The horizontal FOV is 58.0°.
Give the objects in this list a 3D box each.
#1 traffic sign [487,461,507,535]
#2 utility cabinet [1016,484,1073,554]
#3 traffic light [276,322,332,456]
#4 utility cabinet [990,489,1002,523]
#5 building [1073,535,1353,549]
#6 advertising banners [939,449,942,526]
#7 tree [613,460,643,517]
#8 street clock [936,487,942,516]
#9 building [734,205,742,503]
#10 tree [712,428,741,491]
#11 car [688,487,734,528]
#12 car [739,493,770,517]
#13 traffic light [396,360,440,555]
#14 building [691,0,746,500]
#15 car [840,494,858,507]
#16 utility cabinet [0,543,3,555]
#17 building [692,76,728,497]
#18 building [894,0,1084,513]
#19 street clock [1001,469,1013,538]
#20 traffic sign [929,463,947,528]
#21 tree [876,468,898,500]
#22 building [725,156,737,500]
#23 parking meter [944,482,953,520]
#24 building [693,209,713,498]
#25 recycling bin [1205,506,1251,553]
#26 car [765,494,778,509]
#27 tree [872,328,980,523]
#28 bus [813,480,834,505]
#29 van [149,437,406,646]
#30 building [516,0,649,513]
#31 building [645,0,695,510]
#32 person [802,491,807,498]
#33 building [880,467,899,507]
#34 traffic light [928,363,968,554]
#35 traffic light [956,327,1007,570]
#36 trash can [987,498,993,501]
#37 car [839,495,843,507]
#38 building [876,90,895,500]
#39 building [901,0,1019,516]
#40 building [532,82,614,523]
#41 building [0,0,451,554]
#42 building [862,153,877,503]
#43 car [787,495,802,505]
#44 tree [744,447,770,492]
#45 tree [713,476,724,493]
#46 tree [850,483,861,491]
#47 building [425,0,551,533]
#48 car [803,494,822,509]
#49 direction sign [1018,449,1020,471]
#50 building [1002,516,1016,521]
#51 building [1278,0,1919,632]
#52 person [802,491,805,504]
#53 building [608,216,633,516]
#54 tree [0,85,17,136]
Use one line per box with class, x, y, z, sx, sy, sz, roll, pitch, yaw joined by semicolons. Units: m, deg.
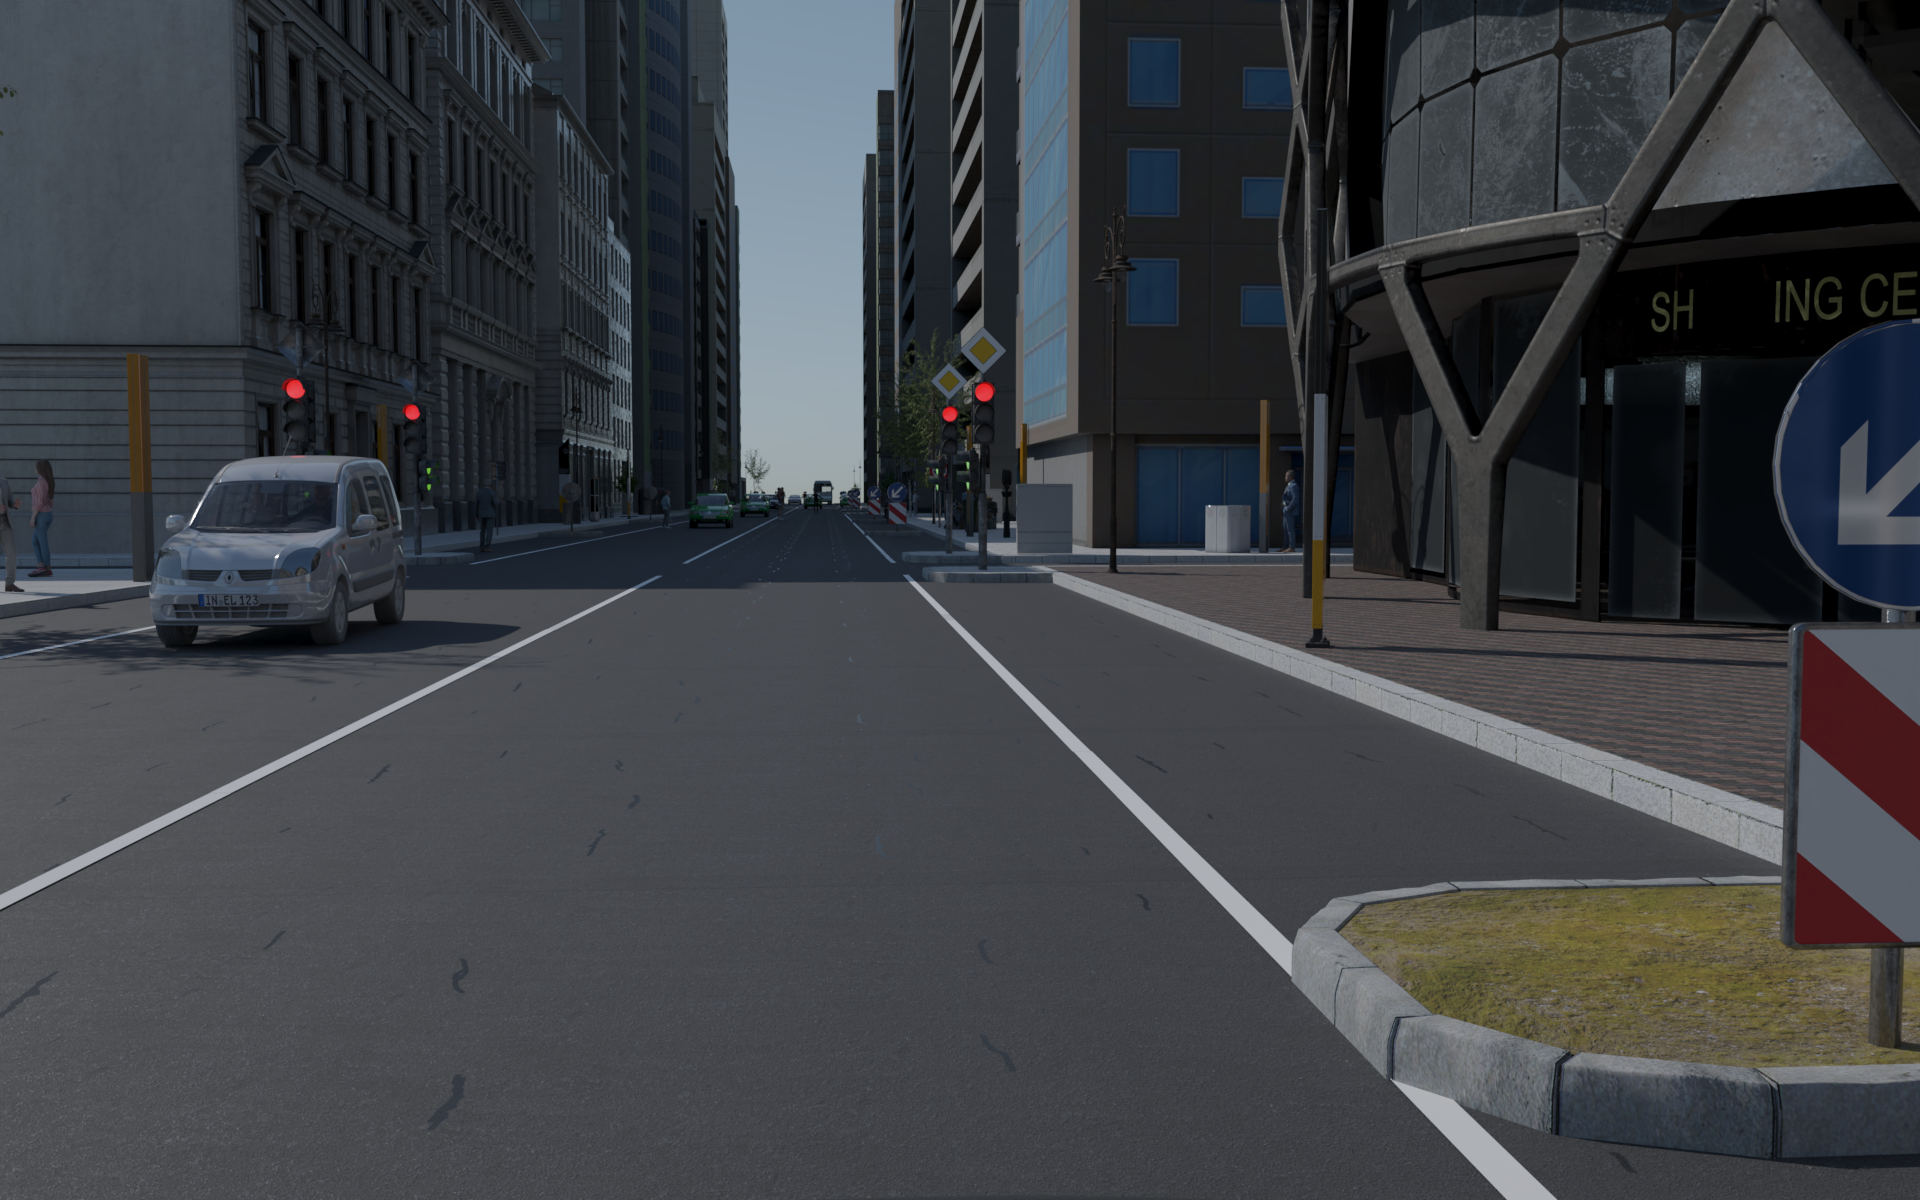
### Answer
traffic sign;-14.395;-3.163;53.847;0.606;2.300;0.079;0;4;-2
utility cabinet;1.794;-1.721;36.811;1.173;1.500;0.318;0;4;-2
traffic light;-10.758;-2.412;28.356;0.839;4.253;0.868;0;4;-4
utility cabinet;1.317;-4.053;74.941;0.318;1.500;1.173;3;5;45
building;9.279;-24.237;46.384;14.200;45.320;14.600;0;4;-4
advertising banners;-0.791;-4.428;68.578;0.090;3.025;2.074;0;4;1
tree;-18.622;-6.269;97.096;1.663;3.219;1.824;0;3;0
street clock;-1.164;-5.904;101.105;0.358;2.002;0.471;3;5;42
building;-37.530;-33.899;237.847;14.154;41.232;14.086;0;4;-4
tree;-26.144;-14.550;188.258;4.360;8.622;3.978;0;3;0
car;-10.627;-3.992;74.060;1.959;1.807;4.718;0;4;-6
car;-12.926;-6.130;109.019;1.959;1.807;4.718;0;4;-5
traffic light;-11.381;-2.899;36.317;0.839;4.253;0.868;0;4;-4
building;-42.134;-49.891;253.968;20.563;71.187;20.611;0;4;-4
car;-11.695;-10.658;183.047;1.959;1.807;4.718;0;4;-4
utility cabinet;-20.057;-1.645;35.568;0.318;1.500;1.173;-1;4;-10
building;-38.941;-35.524;204.517;21.300;48.544;21.600;0;4;-4
building;1.742;-30.215;144.126;14.600;45.320;14.200;0;4;-4
street clock;1.371;-2.825;50.762;0.358;2.002;0.471;0;4;-6
traffic sign;-0.783;-4.024;65.906;0.768;2.556;0.104;0;4;-3
tree;-5.008;-8.018;125.695;1.663;3.219;1.824;0;3;0
building;-36.234;-35.080;223.664;14.600;45.320;14.200;0;4;-4
parking meter;-0.547;-4.819;84.509;0.399;1.863;0.255;1;4;18
building;-32.450;-24.608;174.035;14.160;30.474;14.107;0;4;-4
recycling bin;5.870;-1.552;37.937;0.722;1.027;0.722;-3;4;-38
car;-16.103;-8.394;147.032;2.009;1.686;4.222;0;4;-6
tree;-0.975;-7.795;77.807;4.737;8.622;4.395;0;3;0
bus;-18.968;-15.002;240.139;2.948;3.499;13.247;0;4;-4
van;-6.863;-0.655;17.715;2.013;2.044;4.112;0;4;-6
building;-28.794;-26.506;116.970;14.154;41.232;14.086;0;4;-4
building;-32.855;-36.410;137.300;21.231;58.520;28.212;0;4;-4
person;-15.330;-10.009;172.966;1.217;1.723;0.721;2;4;32
building;3.042;-44.196;160.863;20.563;71.187;20.611;0;4;-4
traffic light;-0.255;-2.953;37.199;0.839;4.253;0.868;0;4;-4
traffic light;0.368;-2.466;29.239;0.839;4.253;0.868;0;4;-4
trash can;0.983;-3.549;69.687;0.748;1.137;0.748;0;3;0
car;-12.875;-11.512;198.001;2.009;1.686;4.222;0;4;-5
building;-1.653;-30.313;179.212;14.154;41.232;14.086;0;4;-4
building;6.818;-30.716;125.904;21.300;48.544;21.600;0;4;-4
building;-22.736;-14.366;84.037;9.793;20.994;18.267;0;4;-4
building;-20.690;-11.062;45.491;10.561;19.102;19.286;0;4;-4
building;-2.288;-37.403;235.234;21.300;48.544;21.600;0;4;-4
car;-22.561;-13.721;236.705;2.083;1.381;4.827;0;4;-4
tree;-31.907;-19.584;270.567;4.737;8.622;4.395;0;3;0
tree;-25.978;-11.596;184.200;1.663;3.219;1.824;0;3;0
tree;-16.171;-16.626;266.434;1.663;3.219;1.824;0;3;0
building;-22.358;-14.433;64.864;11.050;23.489;19.941;0;4;-4
car;-14.230;-9.727;167.827;1.959;1.807;4.718;0;4;-5
direction sign;2.433;-4.144;59.756;0.876;3.537;0.379;0;4;3
building;10.904;-28.596;91.249;21.300;48.544;21.600;0;4;-4
building;12.369;-9.359;20.474;16.820;18.784;16.811;0;4;-4
person;-23.145;-15.241;257.629;0.705;1.831;1.348;3;5;41
building;-25.437;-15.087;101.431;10.420;20.320;16.860;0;4;-4
tree;-12.867;-4.184;18.774;4.737;8.622;4.395;0;3;0
